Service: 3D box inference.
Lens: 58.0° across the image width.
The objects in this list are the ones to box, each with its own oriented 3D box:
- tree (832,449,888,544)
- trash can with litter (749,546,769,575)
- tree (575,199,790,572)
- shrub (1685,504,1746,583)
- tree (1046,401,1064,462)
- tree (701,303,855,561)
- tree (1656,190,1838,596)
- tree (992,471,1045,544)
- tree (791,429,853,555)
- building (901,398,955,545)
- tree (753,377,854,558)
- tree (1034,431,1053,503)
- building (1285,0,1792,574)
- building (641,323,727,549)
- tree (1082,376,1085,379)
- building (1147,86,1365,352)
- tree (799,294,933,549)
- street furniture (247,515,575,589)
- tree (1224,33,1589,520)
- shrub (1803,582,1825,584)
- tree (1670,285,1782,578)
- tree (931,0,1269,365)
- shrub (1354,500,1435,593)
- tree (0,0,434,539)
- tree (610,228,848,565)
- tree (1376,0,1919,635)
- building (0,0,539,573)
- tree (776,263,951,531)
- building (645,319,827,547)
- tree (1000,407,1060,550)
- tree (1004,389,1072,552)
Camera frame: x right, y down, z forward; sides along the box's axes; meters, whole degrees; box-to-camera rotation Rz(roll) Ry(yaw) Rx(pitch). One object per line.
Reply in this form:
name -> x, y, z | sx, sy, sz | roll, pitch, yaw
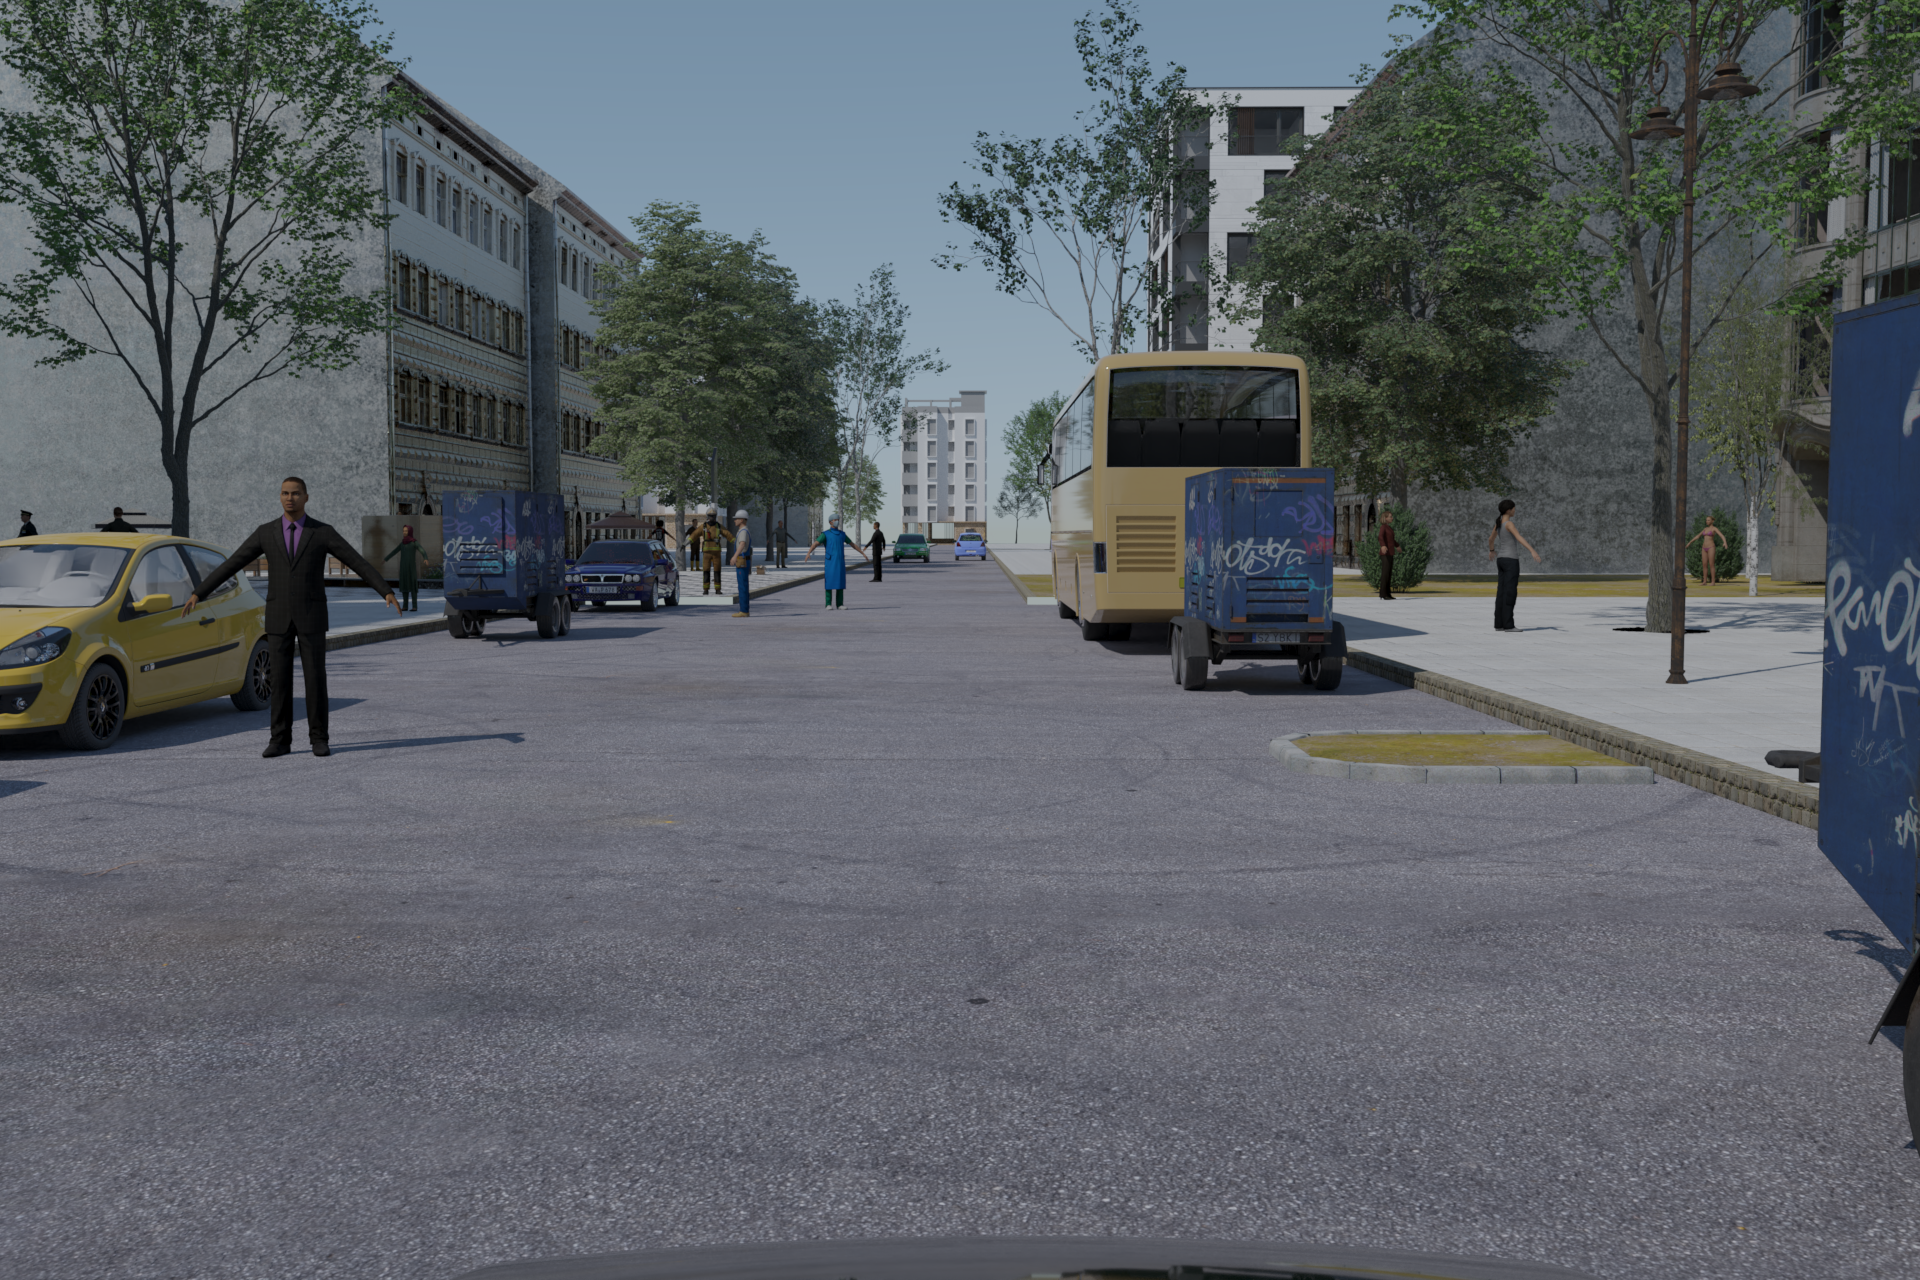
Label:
tree -> -13.343, -19.109, 230.553 | 7.486, 12.596, 7.792 | 0, 3, 0
trash can with litter -> -6.551, -2.643, 54.606 | 1.055, 1.170, 0.624 | 0, 4, 0
tree -> -9.505, -8.651, 59.569 | 7.486, 12.596, 7.792 | 0, 3, 0
shrub -> 19.873, -2.542, 45.610 | 1.661, 2.075, 1.752 | 0, 3, 0
tree -> 5.927, -8.596, 90.913 | 4.360, 8.622, 3.978 | 0, 3, 0
tree -> -8.633, -10.004, 81.700 | 7.486, 12.596, 7.792 | 0, 3, 0
tree -> 16.635, -5.228, 35.840 | 4.360, 8.622, 3.978 | 0, 3, 0
tree -> 7.867, -18.200, 231.985 | 7.601, 10.594, 8.767 | 0, 4, -1
tree -> -9.254, -9.542, 106.370 | 4.360, 8.622, 3.978 | 0, 3, 0
building -> -7.462, -22.785, 231.415 | 11.380, 20.090, 16.016 | 0, 4, -6
tree -> -9.056, -9.639, 92.006 | 8.767, 10.594, 7.601 | 3, 4, 37
tree -> 6.899, -9.627, 107.764 | 4.737, 8.622, 4.395 | 0, 3, 0
building -> 23.461, -14.286, 64.512 | 19.493, 23.208, 18.063 | 0, 3, 0
building -> -26.896, -18.229, 154.467 | 16.016, 20.090, 11.380 | 0, 4, 0
tree -> 6.962, -7.631, 75.125 | 4.737, 8.622, 4.395 | 0, 3, 0
building -> 24.051, -15.394, 95.665 | 27.936, 21.610, 32.646 | 0, 4, 1
tree -> -8.514, -17.310, 138.906 | 12.611, 20.169, 13.585 | 0, 3, 0
street furniture -> -11.964, -2.282, 44.168 | 9.812, 1.723, 11.010 | 2, 4, 29
tree -> 11.743, -8.525, 46.043 | 9.857, 13.997, 8.962 | 0, 3, 0
shrub -> 22.326, -2.508, 45.052 | 1.661, 2.075, 1.752 | 0, 3, 0
tree -> 22.654, -6.081, 49.781 | 4.737, 8.622, 4.395 | 0, 3, 0
tree -> 4.962, -12.714, 63.769 | 12.611, 20.169, 13.585 | 0, 3, 0
shrub -> 9.419, -2.027, 37.566 | 1.690, 2.028, 1.600 | 0, 3, 0
tree -> -12.180, -6.180, 26.807 | 9.928, 11.665, 9.643 | 0, 3, 0
tree -> -9.471, -10.057, 71.094 | 9.857, 13.997, 8.962 | 0, 3, 0
tree -> 9.032, -5.910, 22.383 | 9.928, 11.665, 9.643 | 0, 3, 0
building -> -27.877, -14.352, 65.591 | 19.493, 23.208, 18.063 | 0, 4, 1
tree -> -7.447, -16.205, 120.836 | 12.611, 20.169, 13.585 | 0, 3, 0
building -> -24.281, -21.374, 180.399 | 19.493, 23.208, 18.063 | 0, 4, 0
tree -> 7.282, -13.039, 138.935 | 9.928, 11.665, 9.643 | 0, 3, 0
tree -> 7.101, -12.072, 123.135 | 9.928, 11.665, 9.643 | 0, 3, 0
